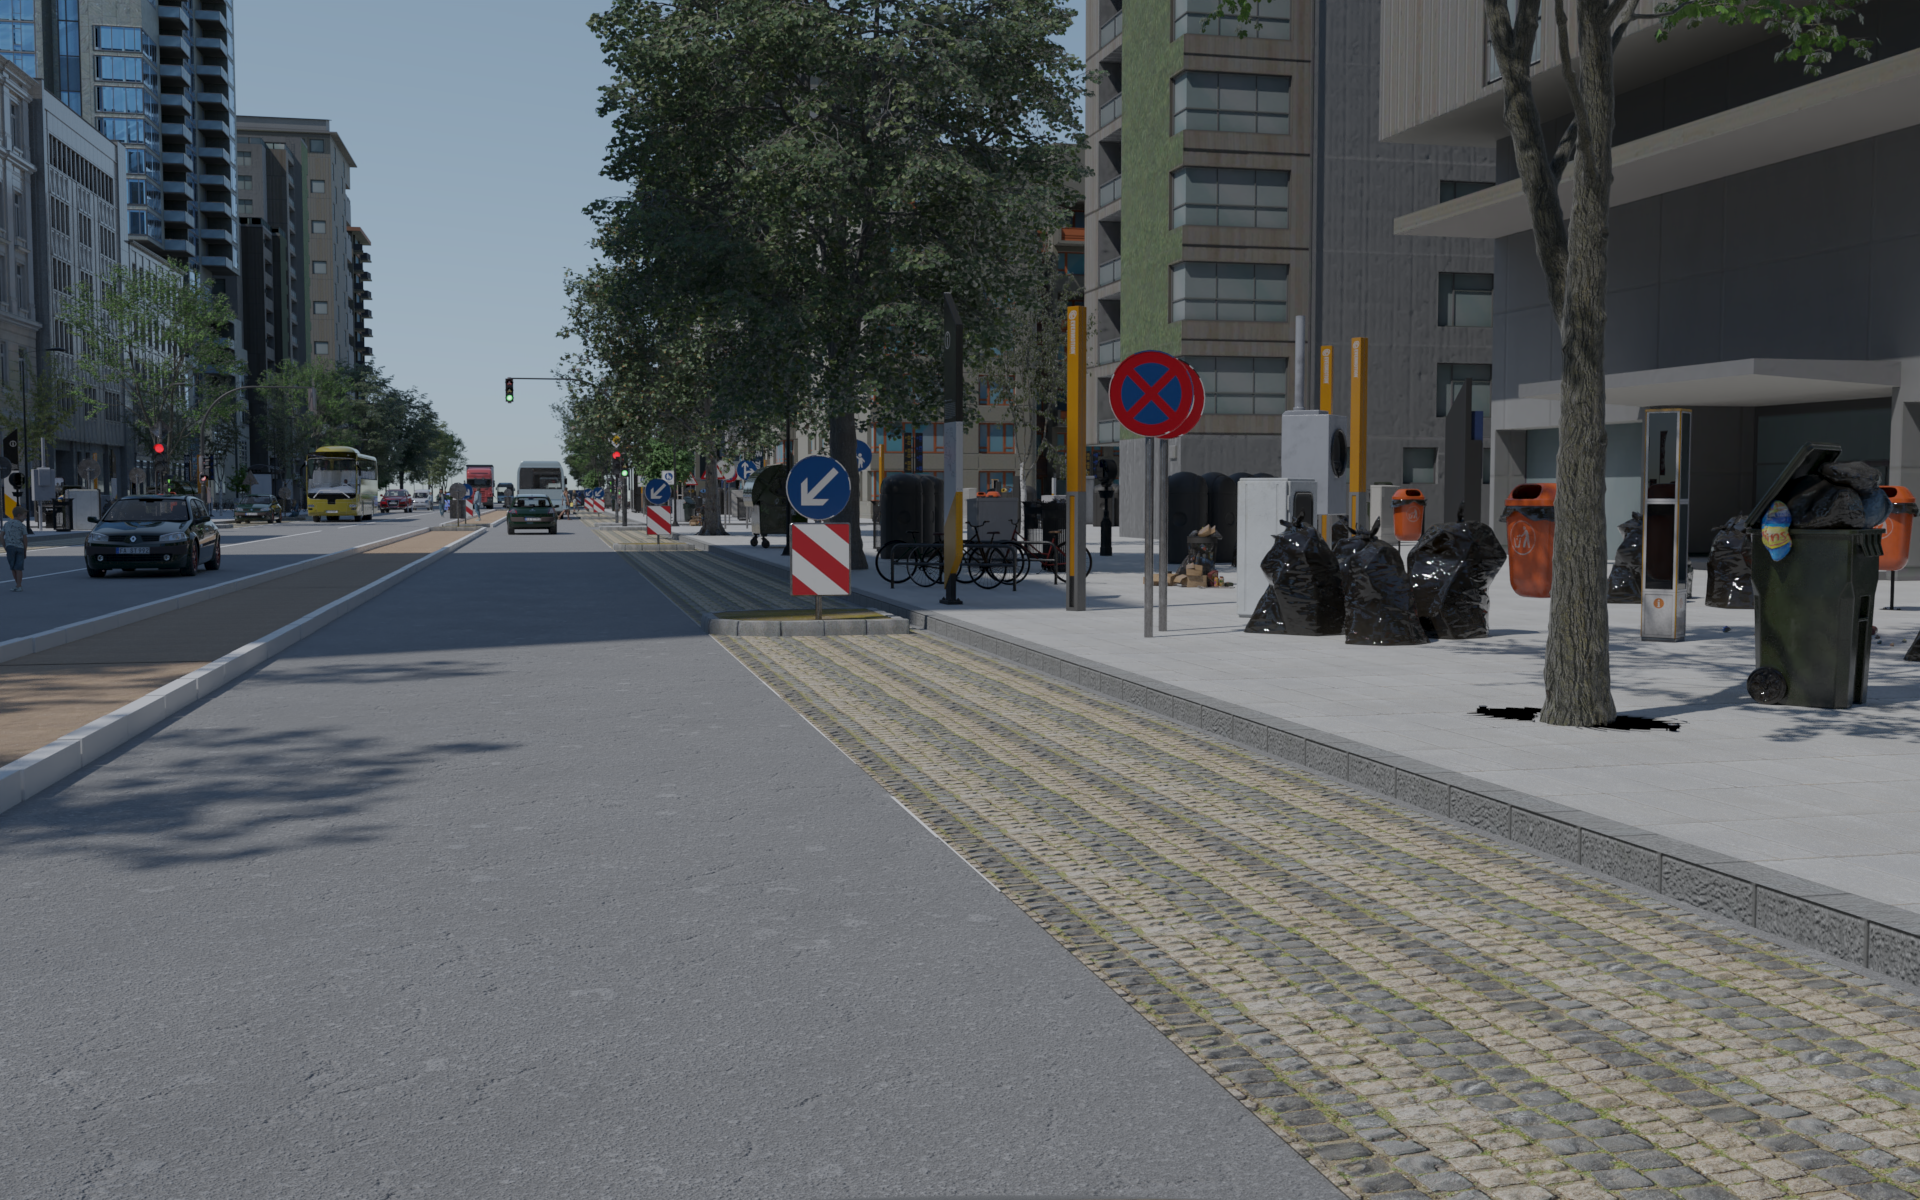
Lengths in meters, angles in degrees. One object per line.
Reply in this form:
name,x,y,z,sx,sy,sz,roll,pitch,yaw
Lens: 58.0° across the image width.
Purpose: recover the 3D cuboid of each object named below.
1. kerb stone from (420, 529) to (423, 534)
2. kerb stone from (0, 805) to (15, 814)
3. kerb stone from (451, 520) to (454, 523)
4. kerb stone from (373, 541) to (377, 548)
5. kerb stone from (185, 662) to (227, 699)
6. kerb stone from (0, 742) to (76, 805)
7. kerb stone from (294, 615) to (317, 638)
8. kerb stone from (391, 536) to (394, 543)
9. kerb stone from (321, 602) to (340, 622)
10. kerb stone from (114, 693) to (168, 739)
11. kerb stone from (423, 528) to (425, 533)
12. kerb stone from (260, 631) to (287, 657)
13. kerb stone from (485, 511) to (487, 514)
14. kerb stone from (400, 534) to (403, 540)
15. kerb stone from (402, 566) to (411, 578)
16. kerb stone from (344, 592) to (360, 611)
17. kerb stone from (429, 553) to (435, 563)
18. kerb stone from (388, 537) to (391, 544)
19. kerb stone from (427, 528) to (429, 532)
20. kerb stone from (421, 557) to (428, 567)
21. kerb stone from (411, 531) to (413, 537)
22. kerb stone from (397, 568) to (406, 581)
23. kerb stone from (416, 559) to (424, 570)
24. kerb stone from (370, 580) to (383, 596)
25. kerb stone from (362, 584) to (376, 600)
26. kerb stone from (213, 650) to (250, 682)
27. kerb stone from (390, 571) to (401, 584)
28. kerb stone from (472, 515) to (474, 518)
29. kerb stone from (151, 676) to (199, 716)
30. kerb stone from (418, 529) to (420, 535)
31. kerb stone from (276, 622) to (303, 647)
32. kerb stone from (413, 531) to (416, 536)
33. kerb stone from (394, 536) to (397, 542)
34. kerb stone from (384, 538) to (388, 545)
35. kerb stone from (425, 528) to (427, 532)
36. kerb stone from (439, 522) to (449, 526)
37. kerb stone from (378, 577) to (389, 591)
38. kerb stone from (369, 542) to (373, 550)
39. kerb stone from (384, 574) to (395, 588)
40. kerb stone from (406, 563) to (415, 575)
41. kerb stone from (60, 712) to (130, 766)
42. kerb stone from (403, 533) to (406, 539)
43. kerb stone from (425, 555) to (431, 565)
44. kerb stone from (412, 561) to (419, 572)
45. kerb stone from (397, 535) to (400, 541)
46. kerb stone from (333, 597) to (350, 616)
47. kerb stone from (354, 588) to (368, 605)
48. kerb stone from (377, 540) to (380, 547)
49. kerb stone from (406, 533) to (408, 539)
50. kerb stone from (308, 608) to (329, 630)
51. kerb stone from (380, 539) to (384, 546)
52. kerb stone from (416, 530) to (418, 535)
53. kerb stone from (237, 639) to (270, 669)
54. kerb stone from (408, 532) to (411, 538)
kerb stone,-19.089,-2.368,60.906,0.120,0.150,1.000,-1,4,-13
kerb stone,-4.316,0.895,7.566,0.120,0.150,1.000,-1,4,-13
kerb stone,-23.696,-3.556,80.388,0.120,0.150,1.000,-1,4,-13
kerb stone,-15.309,-1.389,44.910,0.120,0.150,1.000,-1,4,-13
kerb stone,-5.487,0.590,12.551,0.120,0.150,1.000,-1,4,-13
kerb stone,-4.547,0.838,8.569,0.120,0.150,1.000,-1,4,-13
kerb stone,-6.666,0.287,17.537,0.120,0.150,1.000,-1,4,-13
kerb stone,-16.484,-1.695,49.917,0.120,0.150,1.000,-1,4,-13
kerb stone,-7.148,0.163,19.531,0.120,0.150,1.000,-1,4,-13
kerb stone,-5.019,0.716,10.558,0.120,0.150,1.000,-1,4,-13
kerb stone,-19.325,-2.426,61.901,0.120,0.150,1.000,-1,4,-13
kerb stone,-6.199,0.412,15.546,0.120,0.150,1.000,-1,4,-13
kerb stone,-33.381,-6.061,121.306,0.120,0.150,1.000,-1,4,-13
kerb stone,-17.193,-1.873,52.914,0.120,0.150,1.000,-1,4,-13
kerb stone,-9.499,-0.443,29.496,0.120,0.150,1.000,-1,4,-13
kerb stone,-7.611,0.041,21.523,0.120,0.150,1.000,-1,4,-13
kerb stone,-10.914,-0.809,35.493,0.120,0.150,1.000,-1,4,-13
kerb stone,-16.245,-1.632,48.900,0.120,0.150,1.000,-1,4,-13
kerb stone,-19.800,-2.546,63.900,0.120,0.150,1.000,-1,4,-13
kerb stone,-10.444,-0.691,33.493,0.120,0.150,1.000,-1,4,-13
kerb stone,-18.144,-2.118,56.907,0.120,0.150,1.000,-1,4,-13
kerb stone,-9.262,-0.386,28.501,0.120,0.150,1.000,-1,4,-13
kerb stone,-10.211,-0.630,32.496,0.120,0.150,1.000,-1,4,-13
kerb stone,-8.315,-0.142,24.512,0.120,0.150,1.000,-1,4,-13
kerb stone,-8.082,-0.081,23.514,0.120,0.150,1.000,-1,4,-13
kerb stone,-5.724,0.529,13.545,0.120,0.150,1.000,-1,4,-13
kerb stone,-9.025,-0.324,27.497,0.120,0.150,1.000,-1,4,-13
kerb stone,-28.652,-4.835,101.335,0.120,0.150,1.000,-1,4,-13
kerb stone,-5.257,0.653,11.555,0.120,0.150,1.000,-1,4,-13
kerb stone,-18.854,-2.306,59.911,0.120,0.150,1.000,-1,4,-13
kerb stone,-6.437,0.351,16.540,0.120,0.150,1.000,-1,4,-13
kerb stone,-18.382,-2.184,57.901,0.120,0.150,1.000,-1,4,-13
kerb stone,-16.731,-1.755,50.917,0.120,0.150,1.000,-1,4,-13
kerb stone,-16.012,-1.572,47.900,0.120,0.150,1.000,-1,4,-13
kerb stone,-19.556,-2.490,62.907,0.120,0.150,1.000,-1,4,-13
kerb stone,-22.759,-3.315,76.402,0.120,0.150,1.000,-1,4,-13
kerb stone,-8.555,-0.200,25.507,0.120,0.150,1.000,-1,4,-13
kerb stone,-15.073,-1.328,43.908,0.120,0.150,1.000,-1,4,-13
kerb stone,-8.791,-0.263,26.502,0.120,0.150,1.000,-1,4,-13
kerb stone,-9.739,-0.508,30.493,0.120,0.150,1.000,-1,4,-13
kerb stone,-4.781,0.773,9.564,0.120,0.150,1.000,-1,4,-13
kerb stone,-17.439,-1.939,53.906,0.120,0.150,1.000,-1,4,-13
kerb stone,-10.679,-0.746,34.489,0.120,0.150,1.000,-1,4,-13
kerb stone,-9.981,-0.567,31.488,0.120,0.150,1.000,-1,4,-13
kerb stone,-16.961,-1.818,51.916,0.120,0.150,1.000,-1,4,-13
kerb stone,-7.382,0.102,20.527,0.120,0.150,1.000,-1,4,-13
kerb stone,-7.847,-0.020,22.517,0.120,0.150,1.000,-1,4,-13
kerb stone,-15.546,-1.448,45.907,0.120,0.150,1.000,-1,4,-13
kerb stone,-17.669,-1.998,54.904,0.120,0.150,1.000,-1,4,-13
kerb stone,-6.908,0.224,18.537,0.120,0.150,1.000,-1,4,-13
kerb stone,-15.779,-1.510,46.905,0.120,0.150,1.000,-1,4,-13
kerb stone,-18.618,-2.245,58.904,0.120,0.150,1.000,-1,4,-13
kerb stone,-5.962,0.468,14.539,0.120,0.150,1.000,-1,4,-13
kerb stone,-17.909,-2.056,55.903,0.120,0.150,1.000,-1,4,-13
